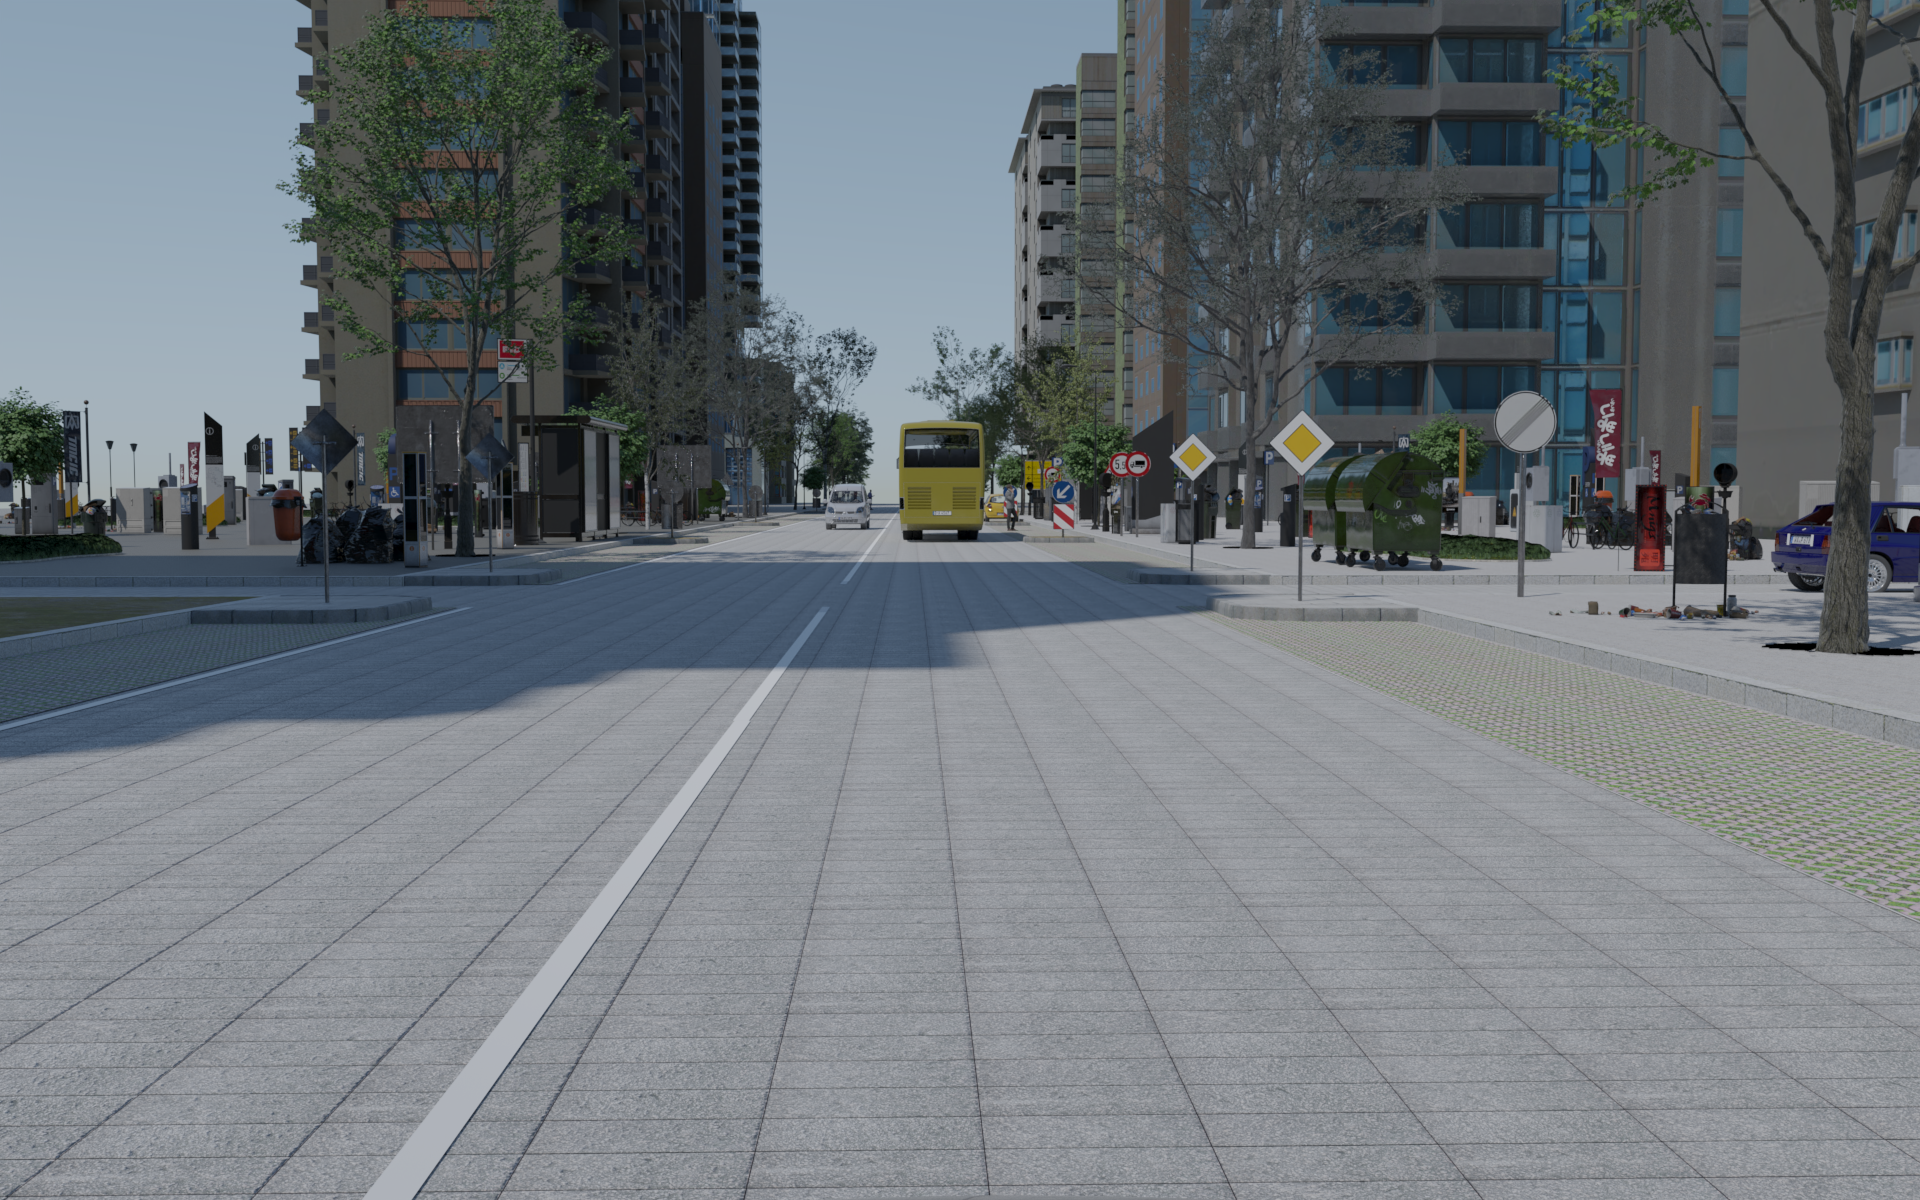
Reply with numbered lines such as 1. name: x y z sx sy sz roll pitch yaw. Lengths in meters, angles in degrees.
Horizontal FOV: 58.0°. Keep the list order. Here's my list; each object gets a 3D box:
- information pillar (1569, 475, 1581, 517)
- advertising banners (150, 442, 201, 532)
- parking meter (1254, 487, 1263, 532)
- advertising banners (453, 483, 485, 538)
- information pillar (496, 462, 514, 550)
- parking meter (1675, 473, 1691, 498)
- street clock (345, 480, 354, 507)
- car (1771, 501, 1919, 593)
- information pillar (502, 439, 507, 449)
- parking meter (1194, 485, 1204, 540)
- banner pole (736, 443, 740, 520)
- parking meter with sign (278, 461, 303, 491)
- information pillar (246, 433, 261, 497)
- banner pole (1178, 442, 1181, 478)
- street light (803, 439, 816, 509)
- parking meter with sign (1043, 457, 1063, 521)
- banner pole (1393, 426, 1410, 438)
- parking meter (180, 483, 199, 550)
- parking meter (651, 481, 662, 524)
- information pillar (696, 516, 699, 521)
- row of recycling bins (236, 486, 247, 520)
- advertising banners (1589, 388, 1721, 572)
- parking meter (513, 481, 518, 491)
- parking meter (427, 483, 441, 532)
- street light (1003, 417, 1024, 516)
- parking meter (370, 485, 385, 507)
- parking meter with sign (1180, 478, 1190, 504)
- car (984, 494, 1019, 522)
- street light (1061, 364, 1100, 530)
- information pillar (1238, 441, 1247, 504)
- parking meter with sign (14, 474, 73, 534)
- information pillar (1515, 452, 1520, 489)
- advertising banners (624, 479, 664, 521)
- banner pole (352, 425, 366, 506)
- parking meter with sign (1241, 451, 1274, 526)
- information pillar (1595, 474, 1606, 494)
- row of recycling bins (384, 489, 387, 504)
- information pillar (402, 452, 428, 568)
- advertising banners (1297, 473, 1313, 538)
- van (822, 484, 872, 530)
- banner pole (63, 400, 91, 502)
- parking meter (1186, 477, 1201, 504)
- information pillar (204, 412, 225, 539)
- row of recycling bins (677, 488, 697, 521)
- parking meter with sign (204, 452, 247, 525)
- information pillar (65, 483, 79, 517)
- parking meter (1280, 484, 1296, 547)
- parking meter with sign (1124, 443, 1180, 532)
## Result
1. information pillar: 23.862 -3.836 67.214 0.304 2.012 0.304 3 5 41
2. advertising banners: -26.278 -3.784 58.054 2.074 3.025 0.090 1 4 17
3. parking meter: 9.962 -3.033 57.995 0.372 1.533 0.369 0 3 0
4. advertising banners: -14.667 -3.383 51.494 0.090 3.025 2.074 -3 5 -42
5. information pillar: -10.562 -2.183 40.190 0.304 2.012 0.304 -3 5 -39
6. parking meter: 19.976 -2.578 47.865 0.255 1.863 0.399 -2 4 -29
7. street clock: -30.864 -5.083 87.679 0.358 2.002 0.471 2 4 32
8. car: 13.963 -0.762 25.034 3.894 1.354 1.945 0 4 -3
9. information pillar: -19.395 -5.042 73.785 0.183 3.616 0.504 -2 4 -32
10. parking meter: 6.597 -2.431 48.154 0.372 1.533 0.369 0 3 0
11. banner pole: -10.869 -5.818 85.133 0.401 3.779 0.863 0 4 3
12. parking meter with sign: -35.121 -5.745 90.191 0.543 3.016 1.738 2 4 34
13. information pillar: -27.030 -4.585 66.317 0.504 3.616 0.183 -2 4 -28
14. banner pole: 10.422 -5.640 82.223 0.401 3.779 0.863 0 4 -3
15. street light: -12.584 -10.600 145.849 1.470 5.913 1.316 0 4 -2
16. parking meter with sign: 4.419 -5.321 83.258 0.543 3.016 1.738 -1 4 -14
17. banner pole: 16.155 -4.506 63.686 0.863 3.779 0.401 3 5 42
18. parking meter: -17.791 -1.932 39.997 0.372 1.533 0.369 0 3 0
19. parking meter: -13.222 -4.266 75.462 0.399 1.863 0.255 1 4 11
20. information pillar: -12.529 -5.592 82.782 0.183 3.616 0.504 0 4 -7
21. row of recycling bins: -36.103 -4.817 85.874 1.069 1.692 3.534 0 4 -4
22. advertising banners: 11.442 -1.982 28.586 2.074 3.025 0.090 1 4 12
23. parking meter: -20.055 -4.416 77.917 0.399 1.863 0.255 -2 4 -32
24. parking meter: -18.014 -3.264 59.082 0.255 1.863 0.399 0 4 8
25. street light: 3.148 -8.009 103.480 1.470 5.913 1.316 0 4 -2
26. parking meter: -15.951 -2.387 47.437 0.372 1.533 0.369 0 3 0
27. parking meter with sign: 10.307 -5.104 79.717 0.543 3.016 1.738 3 5 44
28. car: 2.051 -4.796 88.639 2.015 1.641 3.980 0 4 -2
29. street light: 4.319 -5.479 62.121 1.470 5.913 1.316 0 4 -2
30. information pillar: 12.096 -5.046 73.863 0.183 3.616 0.504 -3 5 -43
31. parking meter with sign: -29.402 -3.627 55.567 1.738 3.016 0.543 0 4 -8
32. information pillar: 22.126 -4.712 68.398 0.504 3.616 0.183 -2 4 -27
33. advertising banners: -14.913 -5.228 81.671 2.074 3.025 0.090 -1 4 -21
34. banner pole: -21.651 -4.425 62.363 0.863 3.779 0.401 3 4 36
35. parking meter with sign: 12.016 -4.564 70.890 0.543 3.016 1.738 -2 4 -35
36. information pillar: 21.995 -3.365 59.517 0.304 2.012 0.304 2 4 28
37. row of recycling bins: -31.776 -5.607 98.784 1.069 1.692 3.534 0 4 5
38. information pillar: -9.491 -1.571 30.176 0.304 2.012 0.304 1 4 11
39. advertising banners: 10.269 -3.303 50.194 0.090 3.025 2.074 -1 4 -21
40. van: -4.573 -3.901 70.790 2.013 2.044 4.112 0 4 0
41. banner pole: -23.368 -3.422 45.972 0.401 3.779 0.863 3 4 37
42. parking meter: 7.331 -2.954 54.015 0.255 1.863 0.399 -1 4 -12
43. information pillar: -21.125 -3.529 49.046 0.504 3.616 0.183 -1 4 -22
44. row of recycling bins: -13.370 -4.734 84.514 1.069 1.692 3.534 0 4 3
45. parking meter with sign: -30.511 -4.632 71.997 1.738 3.016 0.543 -1 4 -13
46. information pillar: -36.780 -4.910 71.638 0.504 3.616 0.183 -2 4 -27
47. parking meter: 8.003 -2.071 42.265 0.372 1.533 0.369 0 3 0
48. parking meter with sign: 6.526 -3.862 59.407 1.738 3.016 0.543 -1 4 -12
